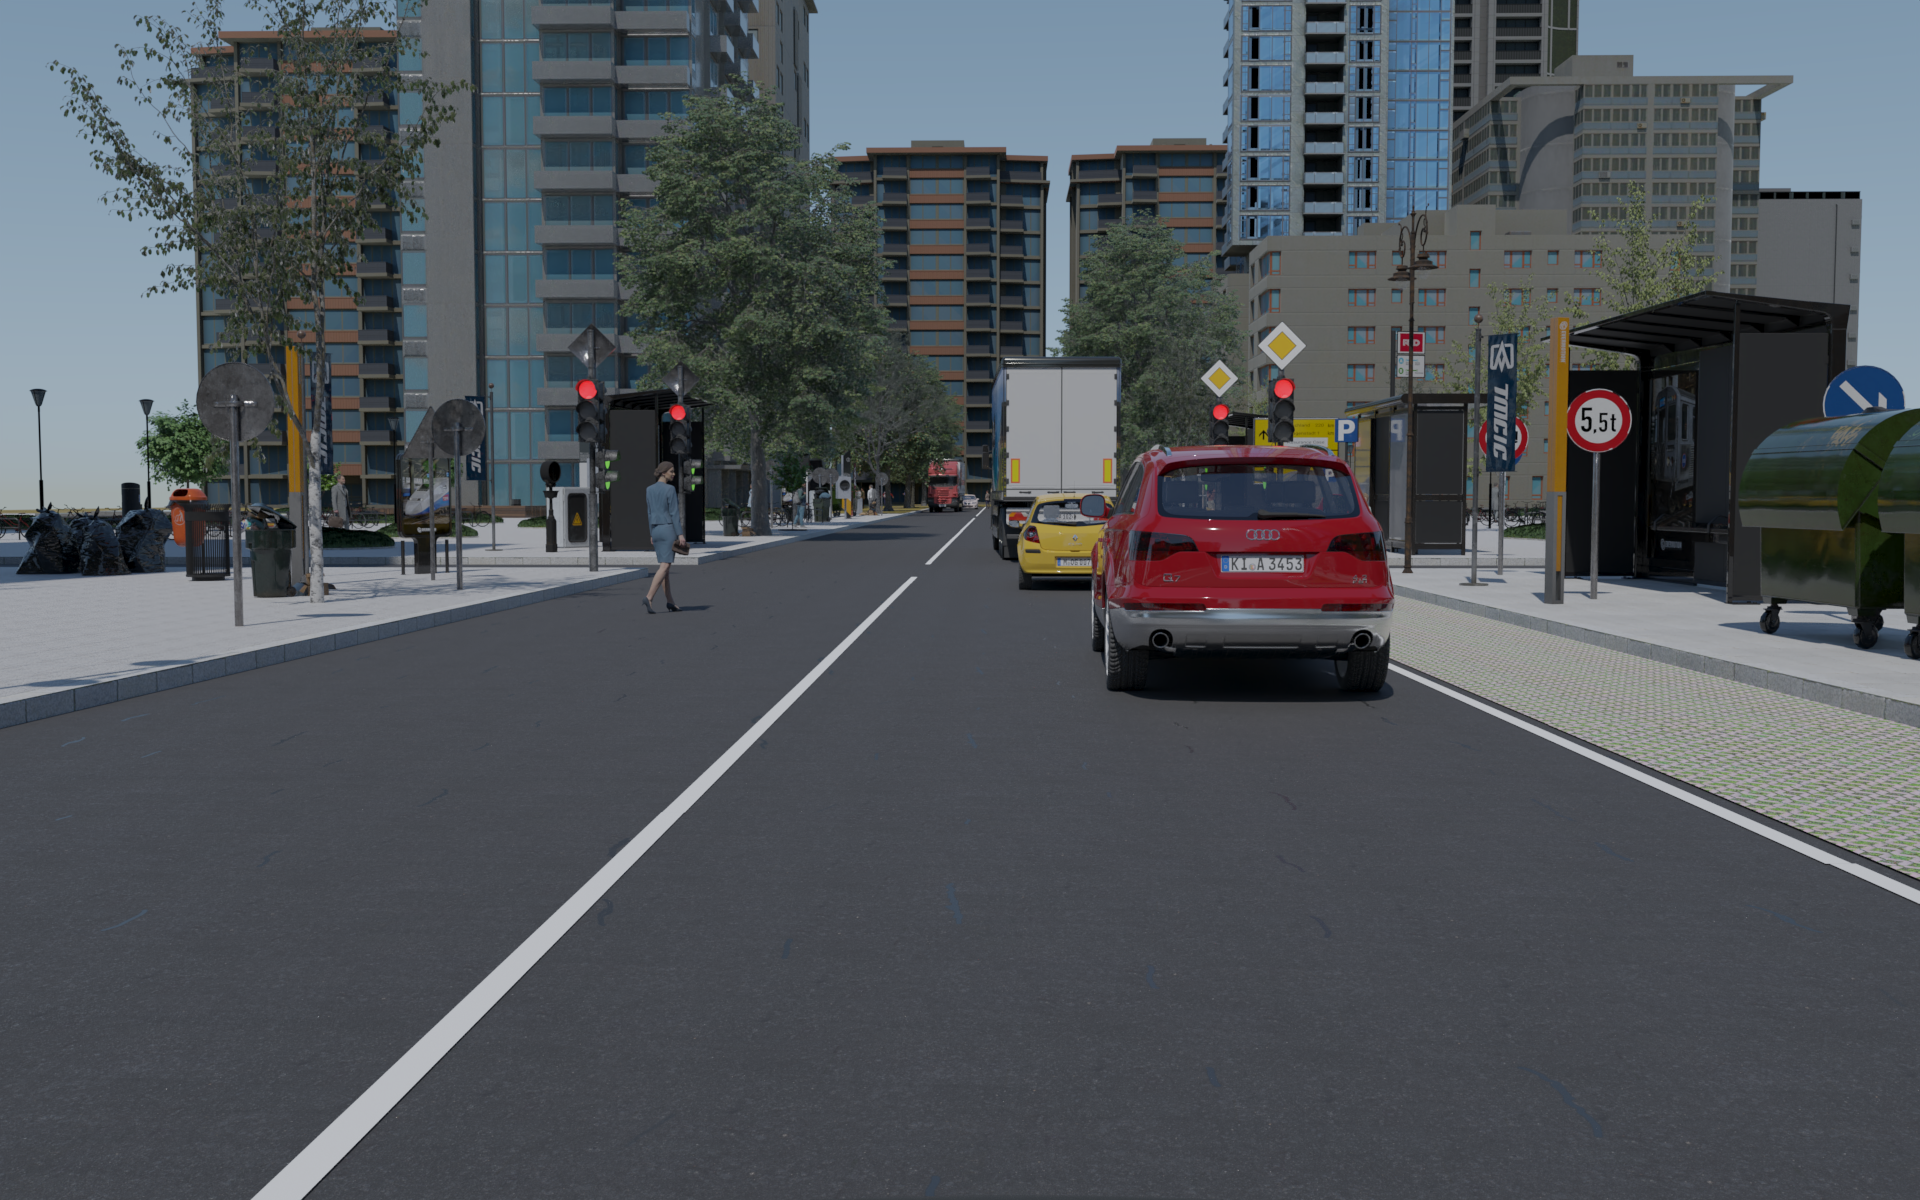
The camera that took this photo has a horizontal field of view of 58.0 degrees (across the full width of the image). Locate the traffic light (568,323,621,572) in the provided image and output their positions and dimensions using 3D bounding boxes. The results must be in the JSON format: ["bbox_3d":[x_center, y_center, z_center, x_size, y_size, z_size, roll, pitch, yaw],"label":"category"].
[{"bbox_3d":[-6.043,-2.423,28.541,0.839,4.253,0.868,0,4,1],"label":"traffic light"}]

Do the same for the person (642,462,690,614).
[{"bbox_3d":[-3.605,-0.756,20.881,0.654,1.822,0.581,-3,4,-38],"label":"person"}]

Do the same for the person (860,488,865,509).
[{"bbox_3d":[-8.472,-8.805,150.093,0.705,1.812,1.348,0,4,3],"label":"person"}]

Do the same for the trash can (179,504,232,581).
[{"bbox_3d":[-11.157,-0.858,25.679,0.748,1.137,0.748,0,3,0],"label":"trash can"}]

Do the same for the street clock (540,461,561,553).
[{"bbox_3d":[-8.986,-2.048,38.054,0.358,2.002,0.471,1,4,23],"label":"street clock"}]

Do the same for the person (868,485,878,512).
[{"bbox_3d":[-5.328,-6.093,105.757,0.679,1.850,0.850,-2,4,-31],"label":"person"}]

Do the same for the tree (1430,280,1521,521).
[{"bbox_3d":[18.151,-6.592,58.147,4.737,8.622,4.395,0,3,0],"label":"tree"}]

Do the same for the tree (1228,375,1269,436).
[{"bbox_3d":[18.474,-9.553,106.558,4.737,8.622,4.395,0,3,0],"label":"tree"}]

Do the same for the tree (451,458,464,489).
[{"bbox_3d":[-33.085,-7.740,110.257,4.285,4.588,4.351,0,3,0],"label":"tree"}]

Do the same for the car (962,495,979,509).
[{"bbox_3d":[0.762,-9.221,163.129,2.083,1.381,4.827,0,4,2],"label":"car"}]

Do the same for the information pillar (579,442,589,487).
[{"bbox_3d":[-9.858,-3.336,45.891,0.504,3.616,0.183,2,4,29],"label":"information pillar"}]

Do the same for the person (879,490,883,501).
[{"bbox_3d":[-8.618,-11.071,187.767,1.217,1.743,0.721,1,4,15],"label":"person"}]

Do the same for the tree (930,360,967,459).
[{"bbox_3d":[-4.692,-15.140,154.193,9.857,13.997,8.962,0,3,0],"label":"tree"}]

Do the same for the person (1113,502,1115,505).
[{"bbox_3d":[11.341,-7.214,127.218,0.599,1.433,0.991,-1,4,-10],"label":"person"}]

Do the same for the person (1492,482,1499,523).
[{"bbox_3d":[23.910,-4.343,77.155,0.767,1.812,0.694,-3,5,-40],"label":"person"}]

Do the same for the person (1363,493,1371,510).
[{"bbox_3d":[8.421,-1.585,36.207,0.306,1.304,0.590,0,4,2],"label":"person"}]

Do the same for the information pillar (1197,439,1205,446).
[{"bbox_3d":[10.083,-4.955,72.364,0.504,3.616,0.183,-3,5,-41],"label":"information pillar"}]

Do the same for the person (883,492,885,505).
[{"bbox_3d":[-7.134,-9.825,167.617,0.436,1.711,0.756,-1,4,-19],"label":"person"}]

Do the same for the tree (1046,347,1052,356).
[{"bbox_3d":[9.279,-11.555,95.579,9.857,13.997,8.962,0,3,0],"label":"tree"}]

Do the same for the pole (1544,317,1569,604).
[{"bbox_3d":[6.939,-1.608,20.132,0.158,3.312,0.155,0,3,0],"label":"pole"}]

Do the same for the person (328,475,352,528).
[{"bbox_3d":[-17.103,-2.554,47.899,0.767,1.812,0.694,1,4,12],"label":"person"}]

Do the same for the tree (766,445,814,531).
[{"bbox_3d":[-6.010,-4.040,60.659,1.663,3.219,1.824,0,3,0],"label":"tree"}]

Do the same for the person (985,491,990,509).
[{"bbox_3d":[2.555,-9.653,166.864,0.617,1.759,0.750,-2,4,-31],"label":"person"}]

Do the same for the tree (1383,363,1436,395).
[{"bbox_3d":[23.985,-8.620,91.301,4.360,8.622,3.978,0,3,0],"label":"tree"}]

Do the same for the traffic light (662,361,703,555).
[{"bbox_3d":[-5.863,-2.912,36.524,0.839,4.253,0.868,0,4,1],"label":"traffic light"}]

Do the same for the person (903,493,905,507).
[{"bbox_3d":[-5.512,-10.363,175.344,0.709,1.838,0.599,3,4,38],"label":"person"}]

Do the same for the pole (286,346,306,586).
[{"bbox_3d":[-9.198,-1.844,23.997,0.158,3.312,0.155,0,3,0],"label":"pole"}]

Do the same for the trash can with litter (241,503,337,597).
[{"bbox_3d":[-8.453,-0.635,21.762,0.624,1.170,1.055,3,5,40],"label":"trash can with litter"}]

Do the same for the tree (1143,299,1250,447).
[{"bbox_3d":[8.800,-7.109,66.597,4.360,8.622,3.978,0,3,0],"label":"tree"}]

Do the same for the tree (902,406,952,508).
[{"bbox_3d":[-4.590,-14.619,164.771,9.928,11.665,9.643,0,3,0],"label":"tree"}]

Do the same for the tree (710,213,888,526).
[{"bbox_3d":[-6.286,-9.304,70.250,7.486,12.596,7.792,0,3,0],"label":"tree"}]

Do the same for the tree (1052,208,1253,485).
[{"bbox_3d":[8.759,-10.444,77.414,9.857,13.997,8.962,0,3,0],"label":"tree"}]

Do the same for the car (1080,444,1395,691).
[{"bbox_3d":[2.137,-0.335,14.146,2.281,1.827,5.304,0,4,2],"label":"car"}]

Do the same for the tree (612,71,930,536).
[{"bbox_3d":[-6.121,-8.947,52.944,9.857,13.997,8.962,0,3,0],"label":"tree"}]

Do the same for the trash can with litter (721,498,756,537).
[{"bbox_3d":[-6.694,-2.508,52.391,1.055,1.170,0.624,0,4,8],"label":"trash can with litter"}]

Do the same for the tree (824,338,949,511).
[{"bbox_3d":[-5.423,-12.884,127.668,9.611,12.733,9.660,0,3,0],"label":"tree"}]

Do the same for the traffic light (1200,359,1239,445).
[{"bbox_3d":[5.396,-2.897,36.288,0.839,4.253,0.868,0,4,1],"label":"traffic light"}]

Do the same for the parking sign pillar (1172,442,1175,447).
[{"bbox_3d":[10.421,-6.135,88.787,1.447,3.967,1.447,-1,4,-15],"label":"parking sign pillar"}]

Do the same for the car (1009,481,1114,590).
[{"bbox_3d":[1.767,-1.046,27.332,2.015,1.641,3.980,0,4,2],"label":"car"}]

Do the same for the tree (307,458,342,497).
[{"bbox_3d":[-21.399,-3.847,57.499,1.663,3.219,1.824,0,3,0],"label":"tree"}]

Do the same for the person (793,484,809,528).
[{"bbox_3d":[-5.969,-3.586,65.025,0.721,1.781,0.623,-1,4,-22],"label":"person"}]

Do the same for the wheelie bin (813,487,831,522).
[{"bbox_3d":[-6.346,-4.385,79.600,0.980,1.594,0.693,2,4,32],"label":"wheelie bin"}]

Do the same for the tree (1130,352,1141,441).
[{"bbox_3d":[9.581,-12.433,121.406,7.486,12.596,7.792,0,3,0],"label":"tree"}]

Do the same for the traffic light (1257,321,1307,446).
[{"bbox_3d":[5.216,-2.409,28.305,0.839,4.253,0.868,0,4,1],"label":"traffic light"}]

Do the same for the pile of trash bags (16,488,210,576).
[{"bbox_3d":[-13.475,-1.113,27.954,3.447,1.369,1.912,1,4,23],"label":"pile of trash bags"}]

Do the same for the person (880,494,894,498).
[{"bbox_3d":[-6.861,-9.621,163.277,1.348,1.831,0.705,1,4,17],"label":"person"}]

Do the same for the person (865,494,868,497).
[{"bbox_3d":[-8.341,-9.514,162.117,1.217,1.766,0.721,1,4,18],"label":"person"}]

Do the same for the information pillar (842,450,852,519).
[{"bbox_3d":[-5.898,-6.043,90.150,0.504,3.616,0.183,-2,4,-30],"label":"information pillar"}]

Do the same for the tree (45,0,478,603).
[{"bbox_3d":[-7.821,-4.270,20.179,4.360,8.622,3.978,0,3,0],"label":"tree"}]

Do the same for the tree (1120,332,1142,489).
[{"bbox_3d":[10.094,-11.100,107.236,9.928,11.665,9.643,0,3,0],"label":"tree"}]

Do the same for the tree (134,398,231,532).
[{"bbox_3d":[-26.471,-4.627,59.368,4.285,4.588,4.351,0,3,0],"label":"tree"}]

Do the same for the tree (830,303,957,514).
[{"bbox_3d":[-5.423,-12.295,111.399,12.009,13.543,11.850,0,3,0],"label":"tree"}]

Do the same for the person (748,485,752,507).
[{"bbox_3d":[-10.616,-5.075,89.107,0.778,1.811,0.616,2,4,32],"label":"person"}]
